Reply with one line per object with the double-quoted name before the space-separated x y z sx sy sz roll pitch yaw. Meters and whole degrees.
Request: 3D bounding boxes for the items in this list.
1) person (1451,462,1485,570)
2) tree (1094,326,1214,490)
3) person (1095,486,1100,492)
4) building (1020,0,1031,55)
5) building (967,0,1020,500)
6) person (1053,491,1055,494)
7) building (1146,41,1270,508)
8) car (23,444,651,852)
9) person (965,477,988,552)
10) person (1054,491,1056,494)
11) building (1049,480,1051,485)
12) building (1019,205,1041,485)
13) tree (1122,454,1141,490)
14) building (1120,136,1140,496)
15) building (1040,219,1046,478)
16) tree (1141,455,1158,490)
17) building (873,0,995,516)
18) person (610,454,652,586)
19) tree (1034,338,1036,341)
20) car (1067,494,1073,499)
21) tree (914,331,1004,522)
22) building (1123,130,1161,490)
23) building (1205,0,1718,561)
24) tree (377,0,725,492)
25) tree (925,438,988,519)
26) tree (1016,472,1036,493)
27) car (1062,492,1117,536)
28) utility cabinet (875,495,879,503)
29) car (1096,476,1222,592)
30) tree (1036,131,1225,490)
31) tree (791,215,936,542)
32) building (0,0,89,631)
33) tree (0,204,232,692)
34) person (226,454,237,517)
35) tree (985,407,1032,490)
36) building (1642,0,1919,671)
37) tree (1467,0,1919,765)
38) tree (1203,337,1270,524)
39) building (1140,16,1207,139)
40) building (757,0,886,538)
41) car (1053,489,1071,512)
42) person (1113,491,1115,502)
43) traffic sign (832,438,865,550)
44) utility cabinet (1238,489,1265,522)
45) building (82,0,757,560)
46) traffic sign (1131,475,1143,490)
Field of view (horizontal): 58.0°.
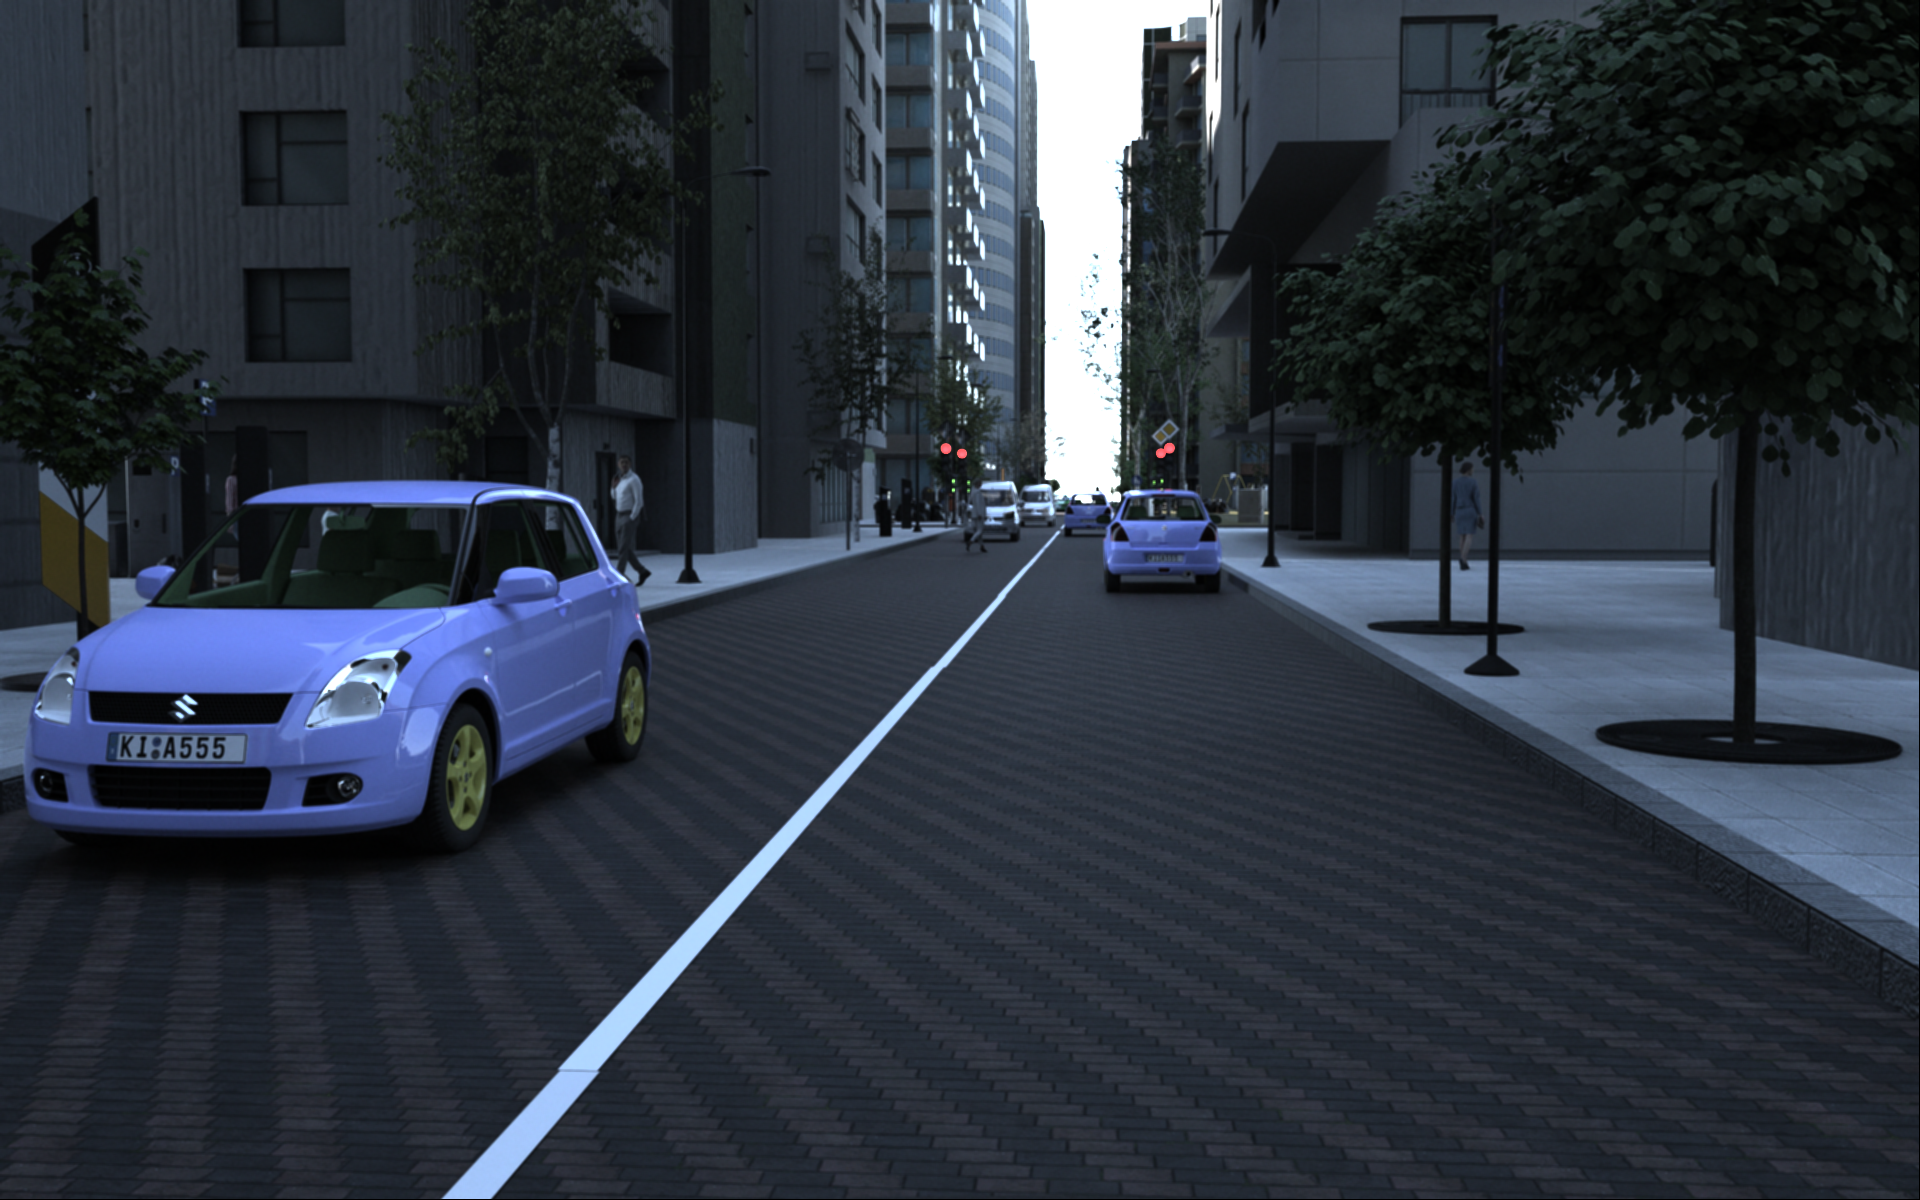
"person" 8.509 -1.417 29.232 0.581 1.822 0.654 3 5 45
"tree" 11.726 -11.049 106.404 9.928 11.665 9.643 0 3 0
"person" 6.337 -4.308 79.113 0.466 1.800 0.511 -3 5 -42
"building" 2.193 -50.022 256.116 20.563 71.187 20.611 0 4 4
"building" -5.470 -37.921 162.003 21.231 58.520 28.212 0 4 4
"person" 14.616 -16.341 273.158 1.348 1.831 0.705 2 4 32
"building" 29.306 -31.335 166.953 22.147 44.769 28.867 0 4 4
"car" -2.694 0.091 8.107 1.945 1.707 3.694 0 4 5
"person" 0.393 -2.083 42.432 0.818 1.842 0.514 -3 4 -38
"person" 15.972 -17.452 291.941 0.990 1.755 0.434 0 4 6
"building" 4.941 -52.147 290.852 20.563 71.187 20.611 0 4 4
"building" 3.916 -34.002 239.533 14.154 41.232 14.086 0 4 4
"tree" 14.966 -9.720 142.641 4.285 4.588 4.351 0 3 0
"building" 37.462 -45.752 290.037 21.231 58.520 28.212 0 4 4
"building" 6.506 -38.158 274.001 14.600 45.320 14.200 0 4 4
"tree" 4.679 -1.991 16.270 4.285 4.588 4.351 0 3 0
"building" -10.024 -30.164 112.782 23.786 49.044 30.456 0 4 4
"person" -4.586 -1.079 23.782 0.679 1.850 0.850 3 5 41
"tree" 12.356 -16.783 130.294 12.611 20.169 13.585 0 3 0
"car" 13.686 -12.727 217.671 1.945 1.707 3.694 0 4 4
"tree" -0.102 -7.807 78.003 4.737 8.622 4.395 0 3 0
"building" 27.700 -34.456 213.470 14.600 45.320 14.200 0 4 4
"building" 20.831 -27.864 44.823 28.713 52.752 27.495 0 4 4
"tree" -4.578 -4.212 19.233 4.737 8.622 4.395 0 3 0
"tree" -0.171 -6.550 90.798 4.285 4.588 4.351 0 3 0
"tree" 5.442 -9.589 151.387 1.663 3.219 1.824 0 3 0
"car" 4.488 -3.092 60.148 1.945 1.707 3.694 0 4 5
"utility cabinet" -4.746 -5.076 94.158 0.306 1.237 1.020 3 5 39
"car" 3.057 -1.038 26.562 1.945 1.707 3.694 0 4 4
"tree" 11.864 -14.251 88.900 12.611 20.169 13.585 0 3 0
"tree" -2.746 -5.888 46.637 4.360 8.622 3.978 0 3 0
"building" -20.399 -28.194 2.974 21.231 58.520 28.212 0 4 4
"tree" -5.786 -1.044 11.669 1.663 3.219 1.824 0 3 0
"person" -9.275 -1.002 22.436 0.388 1.821 0.555 1 4 19
"tree" 4.253 -11.902 144.959 4.360 8.622 3.978 0 3 0
"building" 14.410 -15.013 17.161 14.160 30.474 14.107 0 4 4
"tree" 4.117 -1.533 8.786 4.285 4.588 4.351 0 3 0
"tree" 12.746 -7.595 74.543 4.360 8.622 3.978 0 3 0
"building" 35.647 -50.568 265.037 20.563 71.187 20.611 0 4 4
"building" -9.766 -22.785 56.136 14.086 41.232 14.154 0 4 4
"car" 6.762 -6.772 119.513 1.959 1.807 4.718 0 4 5
"person" 25.616 -17.313 289.189 0.705 1.814 1.350 1 4 10
"traffic sign" -2.555 -2.410 39.506 0.768 2.556 0.104 0 4 8
"utility cabinet" 13.100 -4.237 77.953 1.173 1.500 0.318 3 4 38
"building" -12.394 -16.069 34.432 14.160 30.474 14.107 0 4 4
"traffic sign" 11.740 -7.026 114.975 0.768 2.556 0.104 0 4 6
